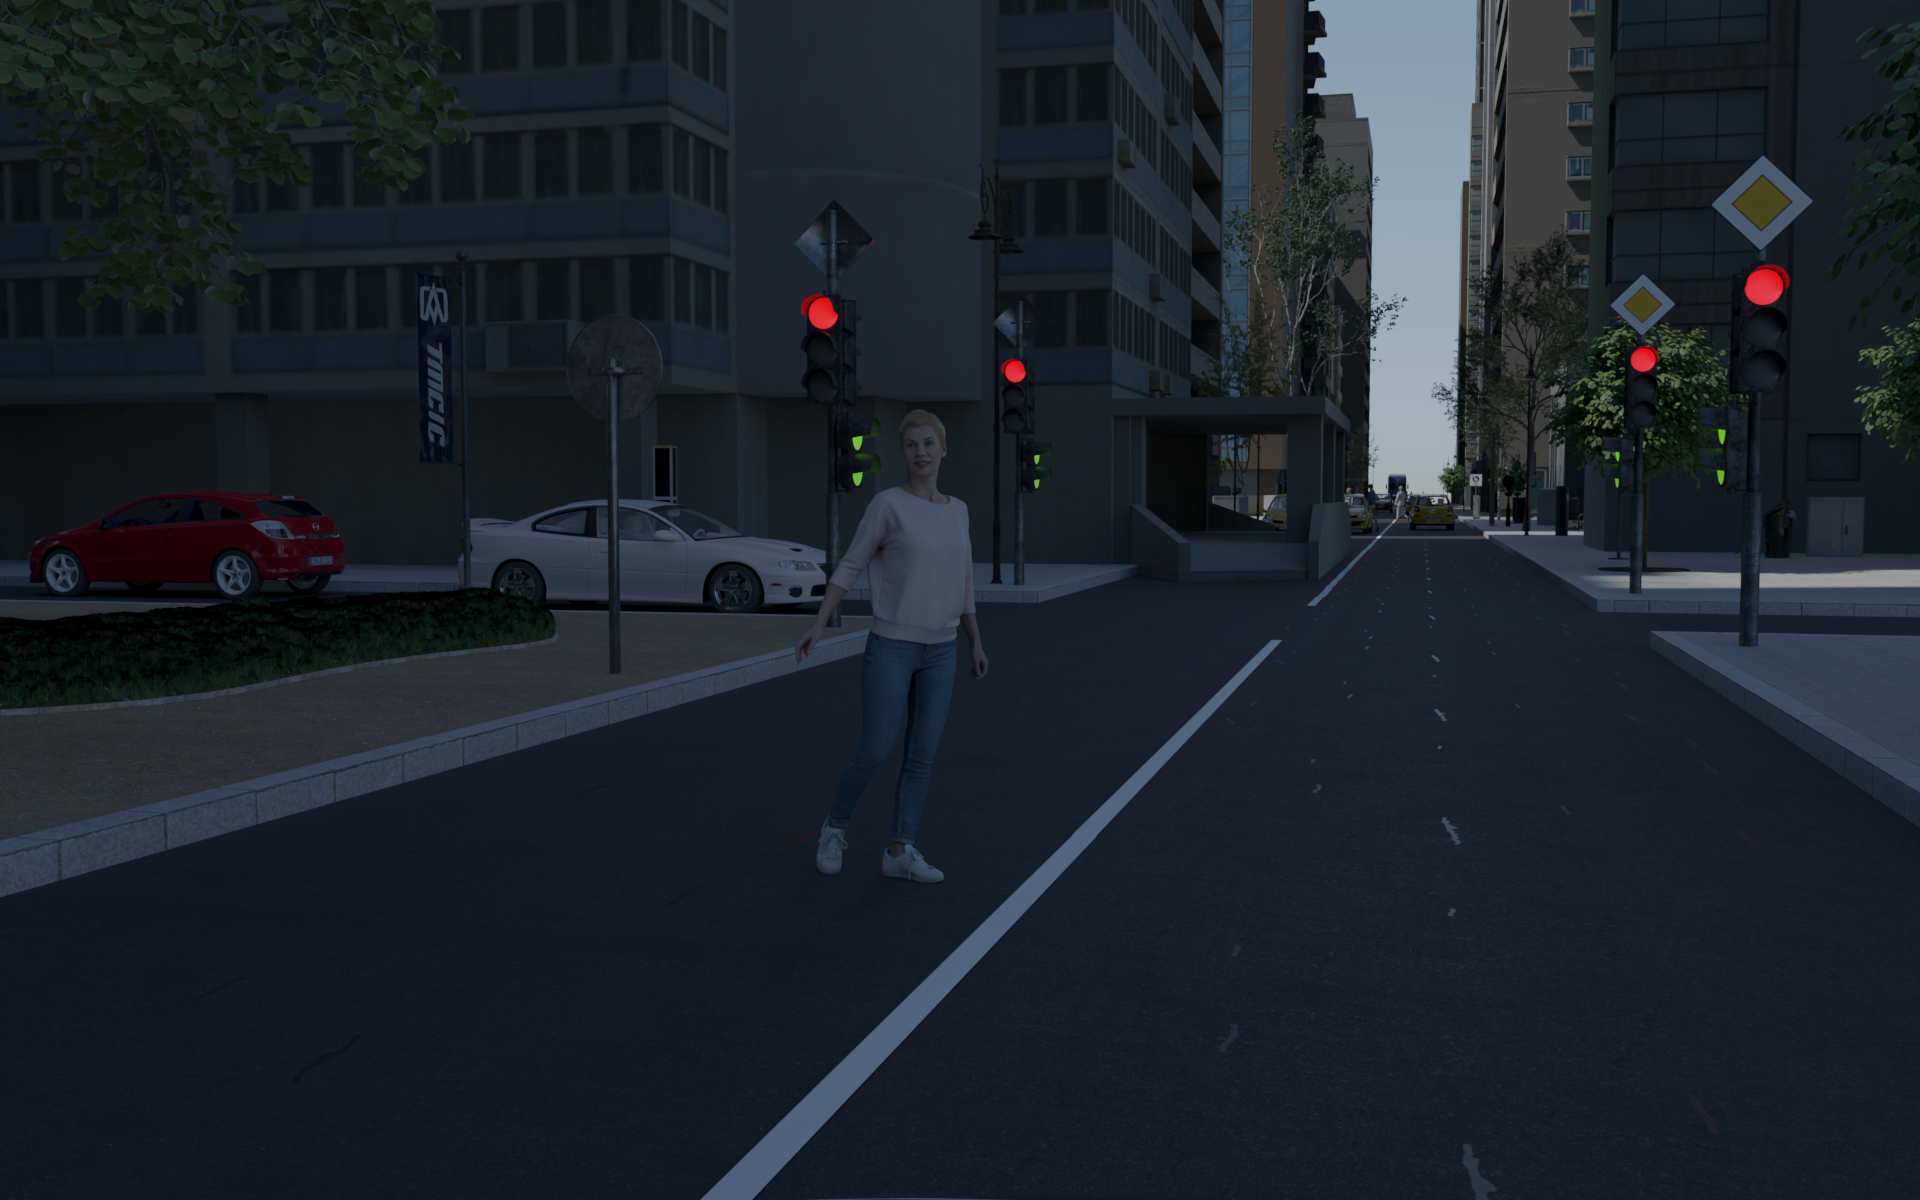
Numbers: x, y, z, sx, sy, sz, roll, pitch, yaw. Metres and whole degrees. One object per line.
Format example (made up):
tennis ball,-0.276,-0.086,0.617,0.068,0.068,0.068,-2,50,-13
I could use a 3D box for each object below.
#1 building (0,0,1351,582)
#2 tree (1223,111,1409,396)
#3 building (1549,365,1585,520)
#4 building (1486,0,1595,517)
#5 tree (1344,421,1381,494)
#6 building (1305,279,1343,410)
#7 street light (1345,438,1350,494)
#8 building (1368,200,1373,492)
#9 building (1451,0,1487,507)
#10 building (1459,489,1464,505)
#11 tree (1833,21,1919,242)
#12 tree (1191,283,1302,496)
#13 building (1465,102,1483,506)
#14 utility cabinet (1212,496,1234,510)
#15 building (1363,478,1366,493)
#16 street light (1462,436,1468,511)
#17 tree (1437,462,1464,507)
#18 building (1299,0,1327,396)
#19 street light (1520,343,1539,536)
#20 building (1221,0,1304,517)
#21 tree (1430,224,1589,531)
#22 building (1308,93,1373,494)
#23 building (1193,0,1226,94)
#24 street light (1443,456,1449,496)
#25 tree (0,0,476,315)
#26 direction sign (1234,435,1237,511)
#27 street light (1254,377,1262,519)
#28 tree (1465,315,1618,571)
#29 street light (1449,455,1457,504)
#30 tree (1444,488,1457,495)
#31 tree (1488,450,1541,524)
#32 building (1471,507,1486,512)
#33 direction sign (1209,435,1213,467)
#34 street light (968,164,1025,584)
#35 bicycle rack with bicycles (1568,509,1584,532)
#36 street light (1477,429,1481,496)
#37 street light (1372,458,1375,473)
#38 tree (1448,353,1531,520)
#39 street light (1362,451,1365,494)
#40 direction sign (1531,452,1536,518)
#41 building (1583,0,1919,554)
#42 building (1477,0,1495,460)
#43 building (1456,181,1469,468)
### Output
building,-7.758,-21.212,38.704,32.217,40.220,23.993,1,4,15
tree,16.322,-14.243,88.762,12.611,20.169,13.585,0,3,0
building,38.938,-46.574,74.164,22.319,86.520,31.000,1,4,15
building,43.875,-29.445,105.131,21.300,48.544,21.600,1,4,15
tree,39.031,-13.430,169.940,4.360,8.622,3.978,0,3,0
building,19.788,-19.066,156.767,27.650,21.520,28.899,1,4,15
street light,31.233,-10.229,140.028,0.468,5.910,1.993,1,4,15
building,47.614,-33.541,231.983,14.154,41.232,14.086,1,4,15
building,74.023,-47.875,221.005,20.563,71.187,20.611,1,4,15
building,74.501,-30.986,198.496,32.217,40.220,23.993,1,4,15
tree,5.737,-1.469,7.724,4.285,4.588,4.351,0,3,0
tree,10.051,-6.793,61.427,4.737,8.622,4.395,0,3,0
building,60.686,-30.512,182.466,14.154,41.232,14.086,1,4,15
utility cabinet,8.995,-2.873,58.135,1.020,1.237,0.306,0,4,1
building,29.155,-30.756,194.735,32.217,40.220,23.993,1,4,15
street light,37.123,-9.459,127.438,0.468,5.910,1.993,1,4,15
tree,50.149,-11.747,175.770,4.285,4.588,4.351,0,3,0
building,15.173,-28.919,127.452,22.147,44.769,28.867,1,4,15
street light,17.506,-4.926,53.330,0.468,5.910,1.993,1,4,15
building,13.365,-27.857,105.574,14.600,45.320,14.200,1,4,15
tree,19.906,-7.650,59.484,7.601,10.594,8.767,0,4,6
building,39.859,-36.189,215.389,21.300,48.544,21.600,1,4,15
building,-1.203,-27.258,69.366,21.300,48.544,21.600,1,4,15
street light,58.492,-14.364,207.645,0.468,5.910,1.993,1,4,15
tree,-5.097,-5.415,6.662,7.486,12.596,7.792,0,3,0
direction sign,8.453,-3.745,53.226,0.379,3.537,0.876,0,4,6
street light,11.223,-5.645,65.076,0.468,5.910,1.993,1,4,15
tree,11.502,-2.761,28.856,4.285,4.588,4.351,0,3,0
street light,47.934,-11.929,167.833,0.468,5.910,1.993,1,4,15
tree,56.300,-12.482,198.682,1.663,3.219,1.824,0,3,0
tree,24.174,-4.931,75.222,1.663,3.219,1.824,0,3,0
building,48.496,-42.022,125.319,20.563,71.187,20.611,1,4,15
direction sign,6.979,-3.533,49.767,0.379,3.537,0.876,-2,4,-27
street light,0.526,-3.173,24.662,0.468,5.910,1.993,1,4,15
bicycle rack with bicycles,22.199,-2.813,59.370,2.925,0.926,2.852,2,4,34
street light,28.328,-7.439,94.417,0.468,5.910,1.993,1,4,15
street light,52.378,-15.095,219.594,0.468,5.910,1.993,1,4,15
tree,26.644,-8.297,86.024,4.360,8.622,3.978,0,3,0
street light,41.706,-12.626,179.229,0.468,5.910,1.993,1,4,15
direction sign,30.830,-6.207,93.485,0.379,3.537,0.876,-1,4,-10
building,22.919,-21.934,42.215,14.154,41.232,14.086,1,4,15
building,55.964,-37.145,149.324,21.231,58.520,28.212,1,4,15
building,76.109,-36.031,239.217,14.600,45.320,14.200,1,4,15
